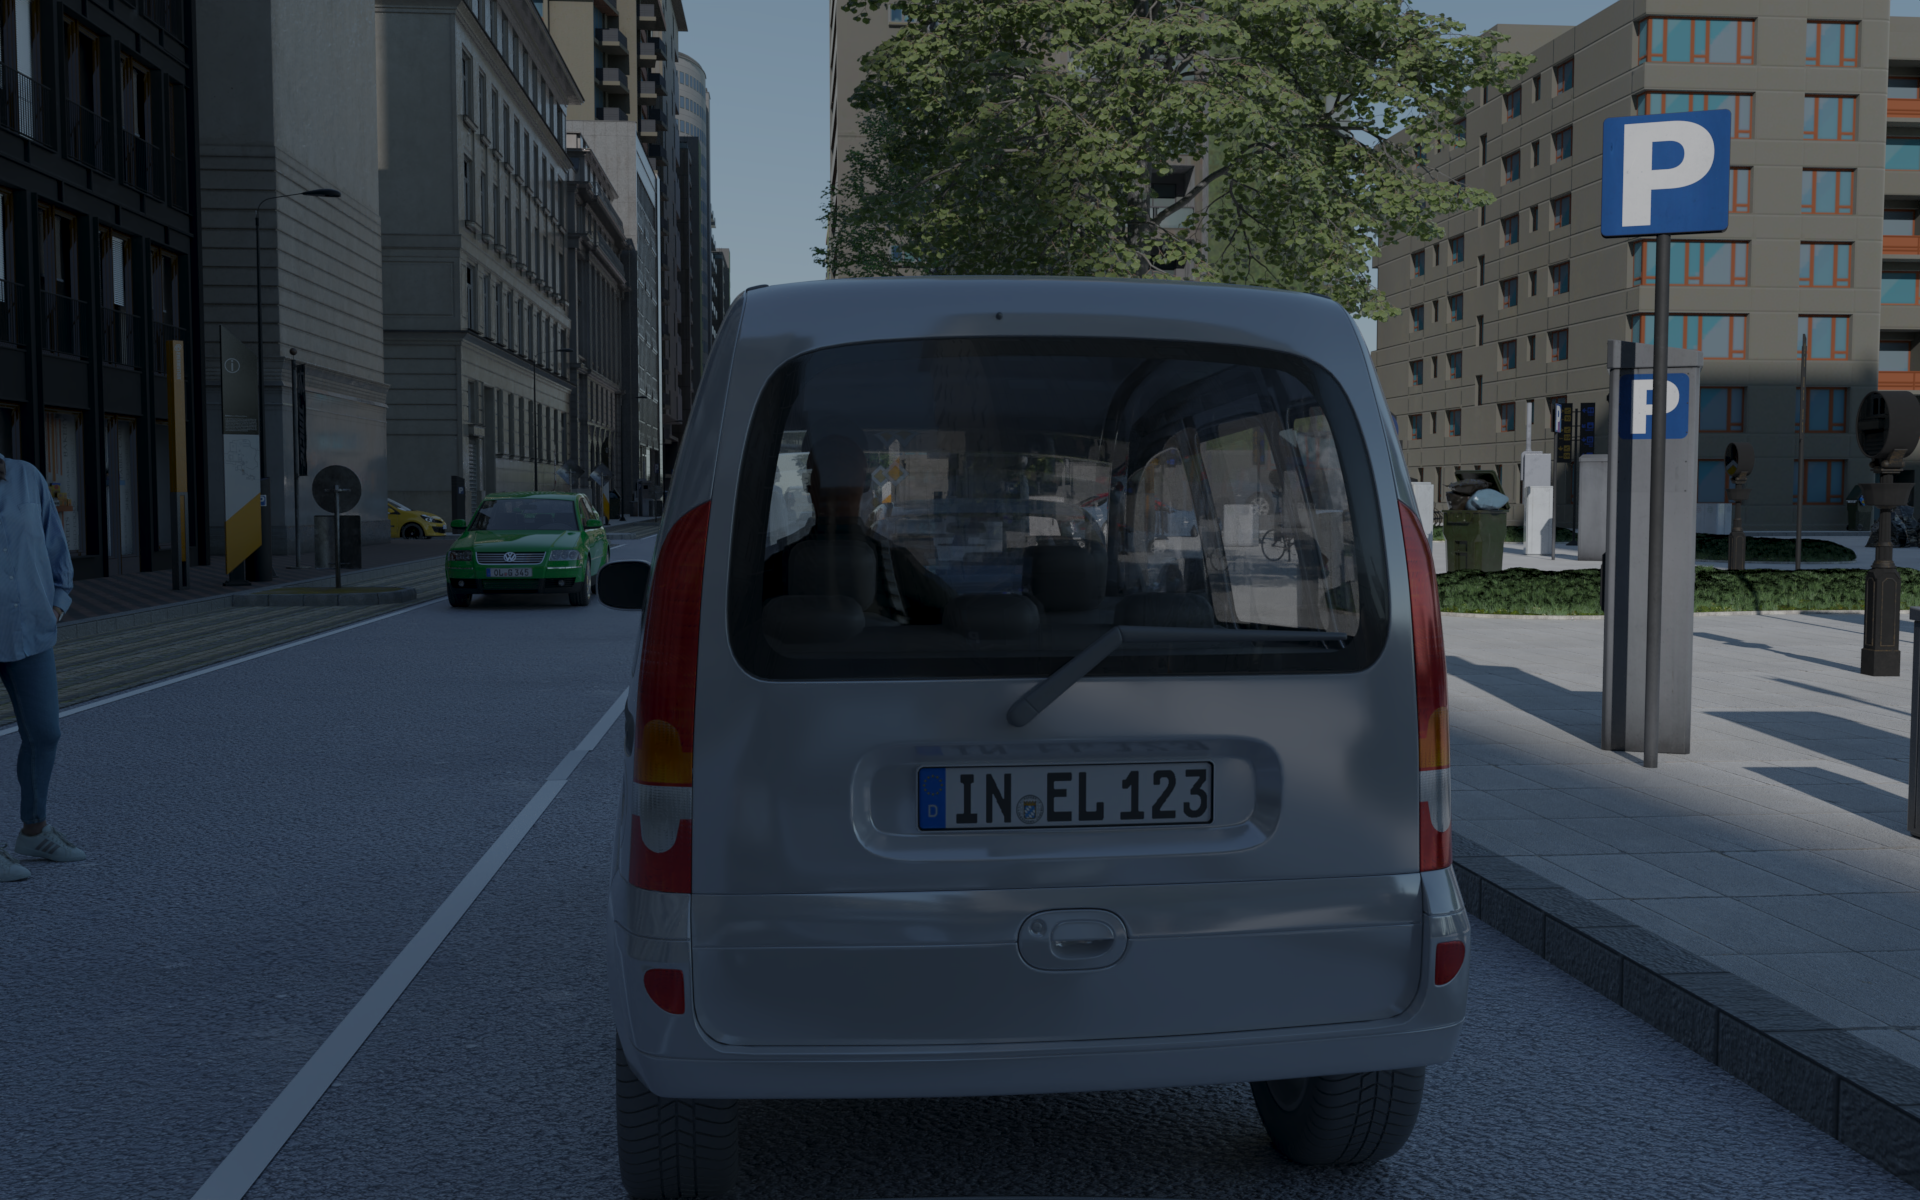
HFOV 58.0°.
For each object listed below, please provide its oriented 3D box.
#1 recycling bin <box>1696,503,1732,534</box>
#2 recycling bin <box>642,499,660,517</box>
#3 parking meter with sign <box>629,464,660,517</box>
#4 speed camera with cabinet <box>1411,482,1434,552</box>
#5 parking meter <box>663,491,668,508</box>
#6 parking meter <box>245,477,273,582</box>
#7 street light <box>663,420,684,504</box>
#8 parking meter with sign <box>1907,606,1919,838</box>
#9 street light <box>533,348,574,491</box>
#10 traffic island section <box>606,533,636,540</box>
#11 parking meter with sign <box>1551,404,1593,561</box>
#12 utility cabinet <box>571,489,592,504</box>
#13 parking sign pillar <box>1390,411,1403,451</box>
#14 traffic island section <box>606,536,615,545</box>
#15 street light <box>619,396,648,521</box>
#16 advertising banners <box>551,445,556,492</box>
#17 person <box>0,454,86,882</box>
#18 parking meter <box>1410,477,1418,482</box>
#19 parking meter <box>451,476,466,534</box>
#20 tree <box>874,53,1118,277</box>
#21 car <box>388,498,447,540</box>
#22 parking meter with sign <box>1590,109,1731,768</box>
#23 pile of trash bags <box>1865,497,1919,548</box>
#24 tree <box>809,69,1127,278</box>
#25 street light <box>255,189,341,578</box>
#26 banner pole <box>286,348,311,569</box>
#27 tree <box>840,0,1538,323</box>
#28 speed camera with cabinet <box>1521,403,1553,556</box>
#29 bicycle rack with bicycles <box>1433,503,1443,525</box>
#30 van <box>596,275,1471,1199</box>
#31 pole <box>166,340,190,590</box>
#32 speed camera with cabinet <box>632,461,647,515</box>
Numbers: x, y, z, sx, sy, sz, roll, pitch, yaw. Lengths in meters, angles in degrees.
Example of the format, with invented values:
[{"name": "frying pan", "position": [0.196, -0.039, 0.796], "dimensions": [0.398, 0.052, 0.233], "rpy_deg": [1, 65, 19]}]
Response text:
[{"name": "recycling bin", "position": [20.319, -2.094, 46.793], "dimensions": [0.722, 1.027, 0.722], "rpy_deg": [-2, 4, -34]}, {"name": "recycling bin", "position": [-17.360, -5.189, 97.391], "dimensions": [0.722, 1.027, 0.722], "rpy_deg": [2, 4, 27]}, {"name": "parking meter with sign", "position": [-17.981, -6.269, 98.763], "dimensions": [1.738, 3.016, 0.543], "rpy_deg": [-3, 5, -39]}, {"name": "speed camera with cabinet", "position": [5.722, -1.858, 24.722], "dimensions": [2.038, 3.252, 0.660], "rpy_deg": [3, 5, 45]}, {"name": "parking meter", "position": [-22.031, -7.413, 129.616], "dimensions": [0.372, 1.533, 0.369], "rpy_deg": [0, 3, 0]}, {"name": "parking meter", "position": [-10.312, -1.041, 25.431], "dimensions": [0.372, 1.533, 0.369], "rpy_deg": [0, 3, 0]}, {"name": "street light", "position": [-18.039, -8.332, 108.761], "dimensions": [1.470, 5.913, 1.316], "rpy_deg": [0, 4, -6]}, {"name": "parking meter with sign", "position": [4.419, -0.611, 6.244], "dimensions": [1.738, 3.016, 0.543], "rpy_deg": [0, 4, -1]}, {"name": "street light", "position": [-13.012, -5.063, 55.323], "dimensions": [1.470, 5.913, 1.316], "rpy_deg": [0, 4, -6]}, {"name": "traffic island section", "position": [-11.507, -2.043, 55.678], "dimensions": [2.009, 0.180, 2.903], "rpy_deg": [0, 4, -6]}, {"name": "parking meter with sign", "position": [12.247, -2.257, 33.164], "dimensions": [1.738, 3.016, 0.543], "rpy_deg": [2, 4, 29]}, {"name": "utility cabinet", "position": [-15.680, -3.857, 71.737], "dimensions": [0.318, 1.500, 1.173], "rpy_deg": [1, 4, 19]}, {"name": "parking sign pillar", "position": [9.616, -3.168, 40.263], "dimensions": [1.447, 3.967, 1.447], "rpy_deg": [-1, 4, -19]}, {"name": "traffic island section", "position": [-10.734, -1.557, 47.730], "dimensions": [2.009, 0.180, 2.903], "rpy_deg": [0, 4, -6]}, {"name": "street light", "position": [-15.477, -6.701, 82.100], "dimensions": [1.470, 5.913, 1.316], "rpy_deg": [0, 4, -6]}, {"name": "advertising banners", "position": [-14.241, -3.947, 60.728], "dimensions": [0.090, 3.025, 2.074], "rpy_deg": [-1, 4, -9]}, {"name": "person", "position": [-3.608, 0.140, 6.472], "dimensions": [0.793, 1.790, 0.793], "rpy_deg": [0, 4, 3]}, {"name": "parking meter", "position": [15.042, -3.181, 57.725], "dimensions": [0.399, 1.863, 0.255], "rpy_deg": [-1, 4, -18]}, {"name": "parking meter", "position": [-15.960, -3.023, 55.134], "dimensions": [0.255, 1.863, 0.399], "rpy_deg": [2, 4, 30]}, {"name": "tree", "position": [0.851, -4.724, 27.603], "dimensions": [4.737, 8.622, 4.395], "rpy_deg": [0, 3, 0]}, {"name": "car", "position": [-17.265, -2.509, 51.241], "dimensions": [3.980, 1.641, 2.015], "rpy_deg": [0, 4, -6]}, {"name": "parking meter with sign", "position": [3.547, -0.767, 8.808], "dimensions": [0.543, 3.016, 1.738], "rpy_deg": [1, 4, 22]}, {"name": "pile of trash bags", "position": [23.581, -1.975, 42.037], "dimensions": [3.447, 1.369, 1.912], "rpy_deg": [-3, 4, -38]}, {"name": "tree", "position": [0.197, -7.096, 41.782], "dimensions": [9.928, 11.665, 9.643], "rpy_deg": [0, 3, 0]}, {"name": "street light", "position": [-10.112, -3.297, 26.447], "dimensions": [1.470, 5.913, 1.316], "rpy_deg": [0, 4, -6]}, {"name": "banner pole", "position": [-11.270, -2.419, 29.567], "dimensions": [0.401, 3.779, 0.863], "rpy_deg": [-3, 4, -37]}, {"name": "tree", "position": [2.002, -6.100, 17.858], "dimensions": [7.486, 12.596, 7.792], "rpy_deg": [0, 3, 0]}, {"name": "speed camera with cabinet", "position": [12.340, -2.604, 36.915], "dimensions": [0.660, 3.252, 2.038], "rpy_deg": [1, 4, 15]}, {"name": "bicycle rack with bicycles", "position": [17.748, -3.275, 66.927], "dimensions": [2.925, 0.926, 2.852], "rpy_deg": [2, 4, 30]}, {"name": "van", "position": [-0.065, 0.124, 4.976], "dimensions": [2.013, 2.044, 4.112], "rpy_deg": [0, 4, -7]}, {"name": "pole", "position": [-10.435, -1.790, 23.108], "dimensions": [0.158, 3.312, 0.155], "rpy_deg": [0, 3, 0]}, {"name": "speed camera with cabinet", "position": [-19.397, -6.751, 104.707], "dimensions": [0.660, 3.252, 2.038], "rpy_deg": [-1, 4, -19]}]
